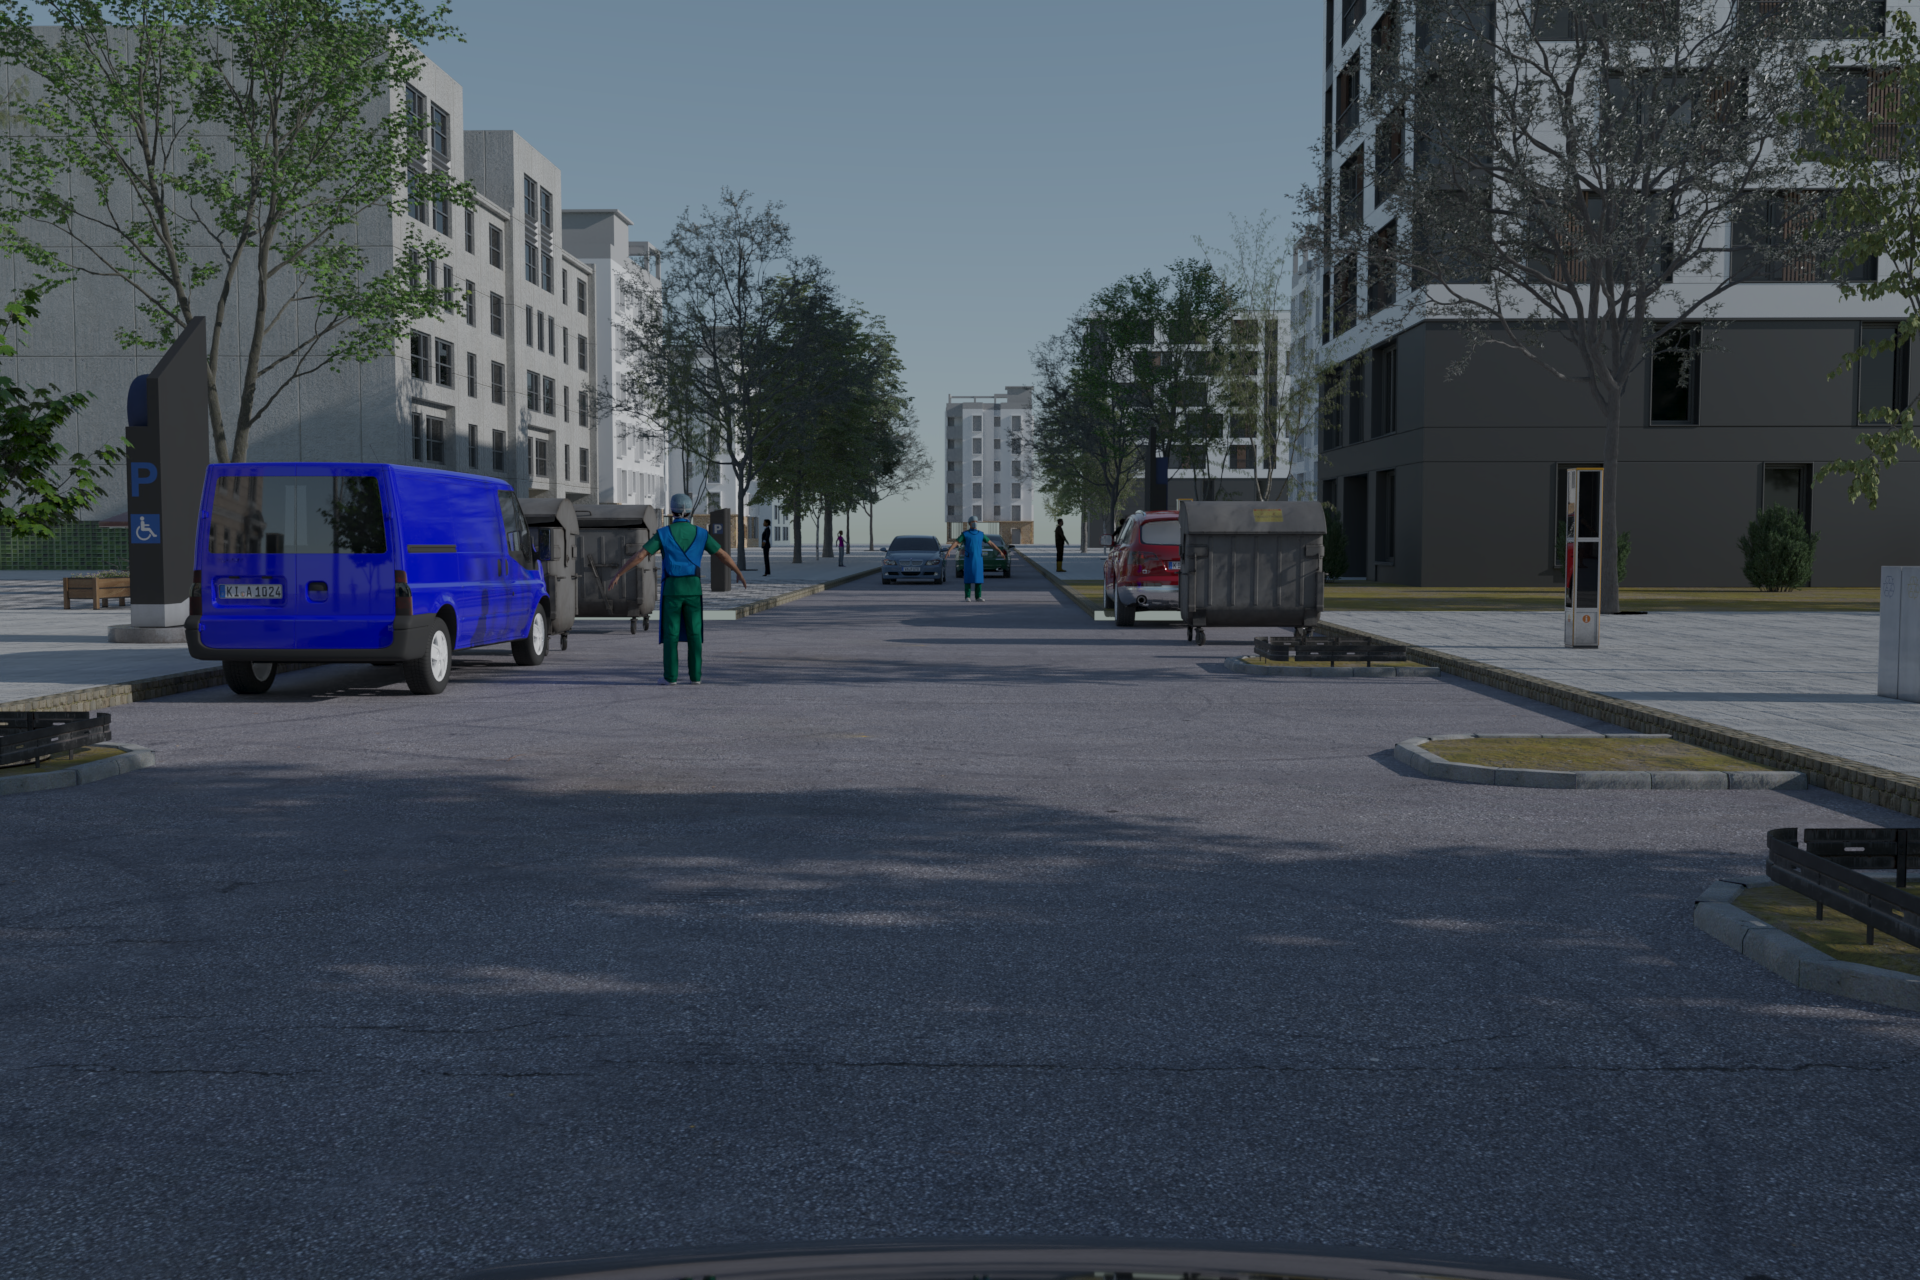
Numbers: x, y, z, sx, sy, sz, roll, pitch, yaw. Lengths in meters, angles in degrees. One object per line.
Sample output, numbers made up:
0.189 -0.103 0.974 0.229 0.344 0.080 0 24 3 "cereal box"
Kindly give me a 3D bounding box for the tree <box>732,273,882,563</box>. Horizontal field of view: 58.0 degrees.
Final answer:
-6.894 -9.650 75.900 7.486 12.596 7.792 0 3 0 "tree"

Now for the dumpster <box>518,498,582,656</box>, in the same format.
-5.573 -0.766 20.746 1.865 1.857 1.264 0 4 1 "dumpster"

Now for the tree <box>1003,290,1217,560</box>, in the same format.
7.668 -10.785 86.697 12.009 13.543 11.850 0 3 0 "tree"

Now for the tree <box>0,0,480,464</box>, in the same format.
-11.486 -6.196 27.057 9.928 11.665 9.643 0 3 0 "tree"

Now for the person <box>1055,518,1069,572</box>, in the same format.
3.416 -3.211 58.631 0.704 1.812 1.346 -1 4 -12 "person"

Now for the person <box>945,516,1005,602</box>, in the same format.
0.293 -1.718 36.672 1.347 1.817 0.704 -1 4 -19 "person"

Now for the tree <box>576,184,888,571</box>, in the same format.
-7.653 -9.182 60.493 12.009 13.543 11.850 0 3 0 "tree"

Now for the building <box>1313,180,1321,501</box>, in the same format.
23.592 -14.232 89.120 16.016 20.090 11.380 0 4 1 "building"

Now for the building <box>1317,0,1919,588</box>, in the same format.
25.417 -13.022 56.890 27.936 21.610 32.646 0 4 1 "building"

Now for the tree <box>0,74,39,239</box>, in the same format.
-11.302 -4.056 16.684 4.360 8.622 3.978 0 3 0 "tree"

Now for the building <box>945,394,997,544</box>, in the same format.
-1.667 -22.444 225.843 11.380 20.090 16.016 0 4 5 "building"

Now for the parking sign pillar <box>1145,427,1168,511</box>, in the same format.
4.987 -3.410 44.227 1.447 3.967 1.447 0 3 0 "parking sign pillar"

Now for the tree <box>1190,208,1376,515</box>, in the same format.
6.942 -5.469 39.779 4.360 8.622 3.978 0 3 0 "tree"

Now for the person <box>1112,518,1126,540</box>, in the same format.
5.474 -3.171 58.031 0.705 1.806 1.347 -3 5 -42 "person"

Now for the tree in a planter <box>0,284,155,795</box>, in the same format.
-6.005 -0.794 10.209 1.991 3.239 1.994 0 4 1 "tree in a planter"

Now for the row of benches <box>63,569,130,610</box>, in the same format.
-14.520 -0.967 31.279 1.422 0.672 4.104 1 4 10 "row of benches"

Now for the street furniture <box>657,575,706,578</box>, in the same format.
-13.015 -2.299 44.449 11.010 1.723 9.812 -2 4 -27 "street furniture"

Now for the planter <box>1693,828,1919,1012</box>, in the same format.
3.662 0.932 5.909 1.991 0.319 1.994 0 4 2 "planter"

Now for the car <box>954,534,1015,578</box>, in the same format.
0.790 -2.829 58.057 2.131 1.459 4.920 0 4 1 "car"

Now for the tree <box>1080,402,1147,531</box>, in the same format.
8.438 -8.987 97.299 4.360 8.622 3.978 0 3 0 "tree"

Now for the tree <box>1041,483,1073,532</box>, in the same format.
12.668 -16.765 224.470 4.737 8.622 4.395 0 3 0 "tree"

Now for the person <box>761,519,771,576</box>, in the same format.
-5.959 -2.809 52.653 0.721 1.740 1.216 0 4 -7 "person"

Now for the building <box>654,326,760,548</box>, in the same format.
-25.175 -18.489 158.723 16.016 20.090 11.380 0 4 2 "building"

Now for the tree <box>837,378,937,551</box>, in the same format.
-6.718 -13.359 128.788 12.009 13.543 11.850 0 3 0 "tree"

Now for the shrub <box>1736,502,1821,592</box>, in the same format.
18.190 -2.085 38.517 1.690 2.028 1.600 0 3 0 "shrub"

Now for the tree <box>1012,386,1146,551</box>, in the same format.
9.532 -13.699 134.342 12.009 13.543 11.850 0 3 0 "tree"

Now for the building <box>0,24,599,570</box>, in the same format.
-27.875 -12.835 76.317 16.747 18.905 31.486 0 4 1 "building"

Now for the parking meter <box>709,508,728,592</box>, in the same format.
-5.390 -2.014 38.633 0.399 1.863 0.255 0 4 3 "parking meter"

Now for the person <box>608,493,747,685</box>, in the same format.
-2.660 -0.483 16.480 1.347 1.817 0.704 -2 4 -24 "person"

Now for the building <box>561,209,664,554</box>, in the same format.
-24.997 -15.038 102.287 16.016 20.090 11.380 0 4 2 "building"

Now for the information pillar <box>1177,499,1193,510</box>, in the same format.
4.705 -1.948 36.348 0.304 2.012 0.304 0 4 1 "information pillar"

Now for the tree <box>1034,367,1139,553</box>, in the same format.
8.664 -12.217 117.870 7.486 12.596 7.792 0 3 0 "tree"

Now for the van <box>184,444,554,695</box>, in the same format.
-5.538 -0.780 17.130 2.240 2.365 5.245 0 4 1 "van"

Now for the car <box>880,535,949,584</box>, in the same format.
-1.314 -2.370 50.755 2.014 1.417 4.499 0 4 2 "car"

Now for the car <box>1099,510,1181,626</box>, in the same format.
3.461 -1.205 28.382 2.281 1.827 5.304 0 4 2 "car"

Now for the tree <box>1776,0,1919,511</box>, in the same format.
9.441 -4.002 15.798 4.737 8.622 4.395 0 3 0 "tree"

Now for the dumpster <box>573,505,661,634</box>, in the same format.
-5.363 -1.036 25.149 1.865 1.857 1.264 0 4 1 "dumpster"

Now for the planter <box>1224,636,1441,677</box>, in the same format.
3.850 0.168 18.388 1.991 0.319 1.994 0 4 1 "planter"

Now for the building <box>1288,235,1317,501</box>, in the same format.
26.277 -15.535 110.421 16.016 20.090 11.380 0 4 1 "building"

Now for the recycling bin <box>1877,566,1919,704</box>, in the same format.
7.620 -0.050 13.371 0.722 1.027 0.722 0 4 2 "recycling bin"

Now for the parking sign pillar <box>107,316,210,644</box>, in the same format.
-9.522 -1.981 20.861 1.447 3.967 1.447 0 4 1 "parking sign pillar"

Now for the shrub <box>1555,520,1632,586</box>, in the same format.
13.928 -2.062 38.130 1.690 2.028 1.600 0 3 0 "shrub"

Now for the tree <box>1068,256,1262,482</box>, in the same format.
7.574 -8.490 64.561 9.928 11.665 9.643 0 3 0 "tree"

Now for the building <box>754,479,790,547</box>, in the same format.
-23.244 -15.280 191.979 9.099 9.664 28.070 0 4 2 "building"

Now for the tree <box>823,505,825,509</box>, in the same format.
-16.047 -22.338 221.107 12.611 20.169 13.585 0 3 0 "tree"

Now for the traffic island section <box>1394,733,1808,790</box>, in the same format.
3.771 0.743 10.710 1.991 0.108 1.994 0 4 1 "traffic island section"

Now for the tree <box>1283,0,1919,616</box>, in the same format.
10.420 -7.168 27.563 12.009 13.543 11.850 0 3 0 "tree"

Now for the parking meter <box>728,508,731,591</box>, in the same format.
-5.389 -2.044 39.124 0.399 1.863 0.255 0 4 3 "parking meter"

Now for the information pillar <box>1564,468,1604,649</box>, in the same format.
6.989 -0.913 19.418 0.304 2.012 0.304 0 4 1 "information pillar"

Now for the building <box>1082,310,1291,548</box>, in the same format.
26.074 -20.206 174.334 27.936 21.610 32.646 0 4 1 "building"

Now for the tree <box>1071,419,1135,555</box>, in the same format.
8.823 -9.438 104.677 4.360 8.622 3.978 0 3 0 "tree"

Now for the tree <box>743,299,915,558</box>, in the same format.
-7.337 -11.504 94.741 9.857 13.997 8.962 0 3 0 "tree"

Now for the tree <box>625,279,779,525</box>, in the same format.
-8.146 -6.140 50.755 4.360 8.622 3.978 0 3 0 "tree"

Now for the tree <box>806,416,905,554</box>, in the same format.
-6.983 -10.817 111.276 8.767 10.594 7.601 2 4 35 "tree"

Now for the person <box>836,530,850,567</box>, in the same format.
-4.606 -3.587 67.913 0.599 1.433 0.991 -3 4 -36 "person"

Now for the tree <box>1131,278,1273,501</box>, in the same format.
7.040 -6.095 50.012 4.360 8.622 3.978 0 3 0 "tree"

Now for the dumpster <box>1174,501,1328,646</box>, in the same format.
3.781 -0.881 22.626 1.865 1.857 1.264 0 4 1 "dumpster"

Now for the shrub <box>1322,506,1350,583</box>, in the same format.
9.495 -2.541 45.589 1.661 2.075 1.752 0 3 0 "shrub"

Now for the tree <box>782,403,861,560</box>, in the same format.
-6.879 -8.188 84.239 4.737 8.622 4.395 0 3 0 "tree"
